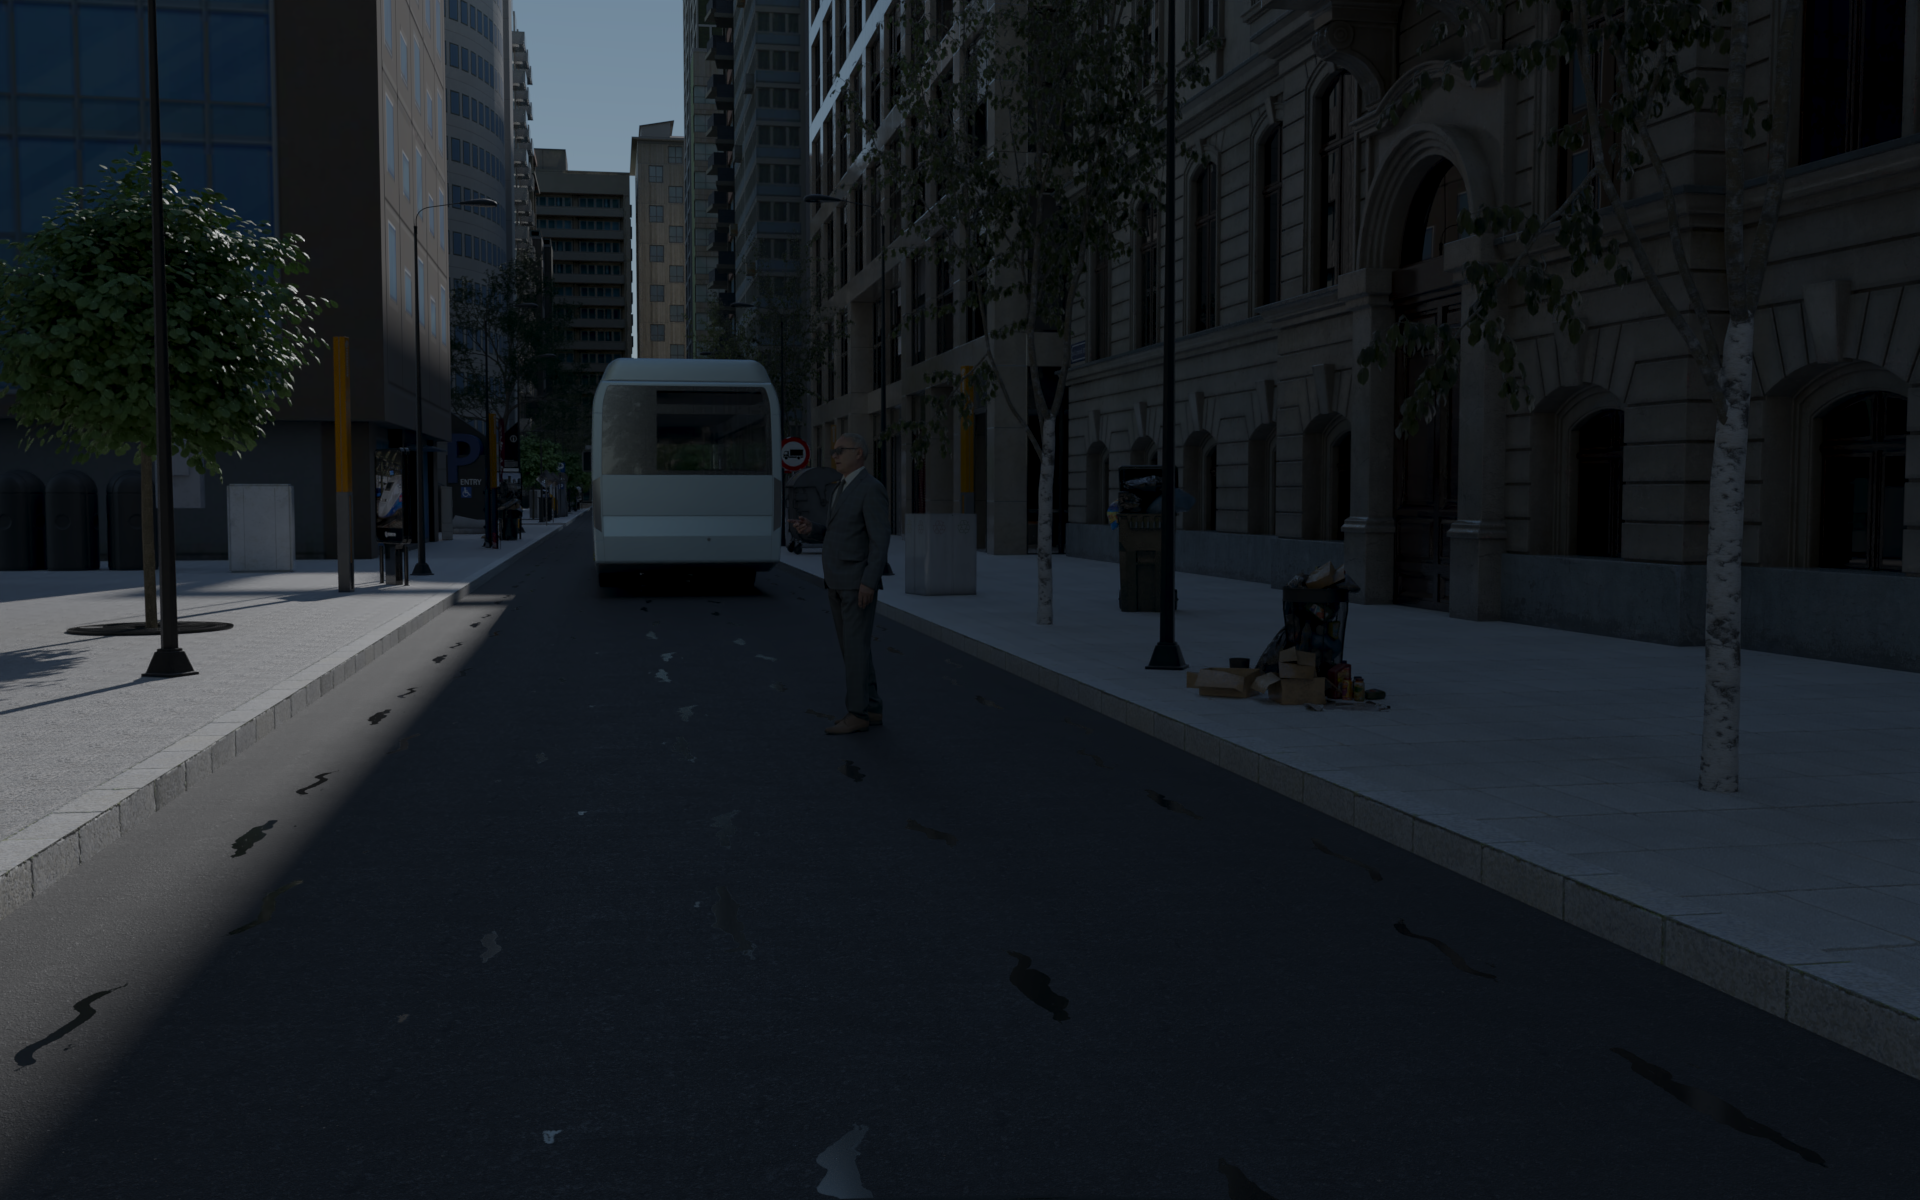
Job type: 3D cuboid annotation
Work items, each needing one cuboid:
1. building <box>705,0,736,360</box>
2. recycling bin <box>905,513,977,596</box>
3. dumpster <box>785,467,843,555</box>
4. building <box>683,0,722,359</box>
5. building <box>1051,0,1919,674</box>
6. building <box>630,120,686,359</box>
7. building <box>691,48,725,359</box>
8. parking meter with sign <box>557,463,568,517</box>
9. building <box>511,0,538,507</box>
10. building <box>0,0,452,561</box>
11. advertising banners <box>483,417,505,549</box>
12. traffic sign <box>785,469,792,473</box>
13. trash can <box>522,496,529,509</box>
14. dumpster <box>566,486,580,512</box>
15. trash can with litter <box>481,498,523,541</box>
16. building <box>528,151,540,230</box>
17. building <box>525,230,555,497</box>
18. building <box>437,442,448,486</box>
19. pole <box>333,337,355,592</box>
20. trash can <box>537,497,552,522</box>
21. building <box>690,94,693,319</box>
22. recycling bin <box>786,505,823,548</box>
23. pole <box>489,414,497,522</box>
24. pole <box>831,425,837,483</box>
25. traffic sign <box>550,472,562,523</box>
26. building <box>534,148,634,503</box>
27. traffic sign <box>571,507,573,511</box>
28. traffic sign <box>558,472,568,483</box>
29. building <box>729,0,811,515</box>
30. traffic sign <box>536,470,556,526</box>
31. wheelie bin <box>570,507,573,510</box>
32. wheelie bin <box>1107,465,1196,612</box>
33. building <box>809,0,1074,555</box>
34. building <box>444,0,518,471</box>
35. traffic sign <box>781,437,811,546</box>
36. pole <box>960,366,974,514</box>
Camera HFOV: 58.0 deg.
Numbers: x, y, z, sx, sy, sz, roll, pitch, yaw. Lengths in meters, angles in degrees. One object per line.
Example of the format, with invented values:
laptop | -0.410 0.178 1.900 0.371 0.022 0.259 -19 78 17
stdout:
building | -8.310 -29.392 135.191 22.147 44.769 28.867 -1 4 -11
recycling bin | -0.250 -0.590 22.207 0.722 1.027 0.722 -2 4 -26
dumpster | -3.064 -1.932 37.350 1.264 1.857 1.865 -1 4 -11
building | -25.737 -47.546 215.622 20.563 71.187 20.611 -1 4 -11
building | 10.559 -12.250 19.375 14.460 24.649 34.723 -1 4 -11
building | -34.028 -40.647 253.813 27.495 52.752 28.713 -1 4 -11
building | -18.292 -29.379 163.938 14.154 41.232 14.086 -1 4 -11
parking meter with sign | -22.151 -6.128 96.451 0.543 3.016 1.738 0 4 -6
building | -51.720 -33.233 162.974 23.786 49.044 30.456 -1 4 -11
building | -19.300 -23.720 37.932 14.600 45.320 14.200 -1 4 -11
advertising banners | -10.904 -2.713 40.541 0.090 3.025 2.074 -2 4 -28
traffic sign | -4.646 -2.684 43.883 0.884 2.594 0.081 -1 4 -10
trash can | -37.733 -8.488 150.429 0.748 1.137 0.748 0 3 0
dumpster | -28.750 -7.634 127.305 1.502 2.255 1.985 -1 4 -11
trash can with litter | -12.596 -2.217 47.628 1.055 1.170 0.624 -3 5 -42
building | -63.686 -33.847 208.023 28.867 44.769 22.147 -1 4 -11
building | -51.110 -25.372 186.526 14.160 30.474 14.107 -1 4 -11
building | -34.996 -39.607 85.824 20.563 71.187 20.611 -1 4 -11
pole | -8.029 -1.757 22.567 0.158 3.312 0.155 0 3 0
trash can | -19.312 -4.223 80.703 0.748 1.137 0.748 0 3 0
building | -20.256 -32.300 178.208 14.600 45.320 14.200 -1 4 -11
recycling bin | -3.690 -1.761 41.351 0.722 1.027 0.722 -2 4 -35
pole | -11.858 -3.066 43.973 0.158 3.312 0.155 0 3 0
pole | -3.712 -3.497 51.021 0.158 3.312 0.155 0 3 0
traffic sign | -18.335 -4.550 78.033 0.795 2.450 0.064 -1 4 -11
building | -57.363 -38.029 245.467 21.600 48.544 21.300 -1 4 -11
traffic sign | -29.358 -8.003 130.951 0.768 2.556 0.104 -1 4 -10
traffic sign | -23.216 -6.162 100.853 0.768 2.556 0.104 0 4 -2
building | -0.865 -25.043 101.342 23.993 40.220 32.217 -1 4 -11
traffic sign | -16.764 -4.071 70.204 0.795 2.450 0.064 -1 4 -11
wheelie bin | -31.606 -8.127 140.787 0.980 1.594 0.693 -2 4 -32
wheelie bin | 2.086 -0.676 18.966 0.980 1.594 0.693 1 4 10
building | 6.788 -15.261 54.028 19.350 26.468 34.151 -1 4 -11
building | -42.242 -35.280 118.826 21.231 58.520 28.212 -1 4 -11
traffic sign | -3.701 -2.349 38.512 0.768 2.556 0.104 -1 4 -9
pole | 0.113 -2.066 27.628 0.158 3.312 0.155 0 3 0
